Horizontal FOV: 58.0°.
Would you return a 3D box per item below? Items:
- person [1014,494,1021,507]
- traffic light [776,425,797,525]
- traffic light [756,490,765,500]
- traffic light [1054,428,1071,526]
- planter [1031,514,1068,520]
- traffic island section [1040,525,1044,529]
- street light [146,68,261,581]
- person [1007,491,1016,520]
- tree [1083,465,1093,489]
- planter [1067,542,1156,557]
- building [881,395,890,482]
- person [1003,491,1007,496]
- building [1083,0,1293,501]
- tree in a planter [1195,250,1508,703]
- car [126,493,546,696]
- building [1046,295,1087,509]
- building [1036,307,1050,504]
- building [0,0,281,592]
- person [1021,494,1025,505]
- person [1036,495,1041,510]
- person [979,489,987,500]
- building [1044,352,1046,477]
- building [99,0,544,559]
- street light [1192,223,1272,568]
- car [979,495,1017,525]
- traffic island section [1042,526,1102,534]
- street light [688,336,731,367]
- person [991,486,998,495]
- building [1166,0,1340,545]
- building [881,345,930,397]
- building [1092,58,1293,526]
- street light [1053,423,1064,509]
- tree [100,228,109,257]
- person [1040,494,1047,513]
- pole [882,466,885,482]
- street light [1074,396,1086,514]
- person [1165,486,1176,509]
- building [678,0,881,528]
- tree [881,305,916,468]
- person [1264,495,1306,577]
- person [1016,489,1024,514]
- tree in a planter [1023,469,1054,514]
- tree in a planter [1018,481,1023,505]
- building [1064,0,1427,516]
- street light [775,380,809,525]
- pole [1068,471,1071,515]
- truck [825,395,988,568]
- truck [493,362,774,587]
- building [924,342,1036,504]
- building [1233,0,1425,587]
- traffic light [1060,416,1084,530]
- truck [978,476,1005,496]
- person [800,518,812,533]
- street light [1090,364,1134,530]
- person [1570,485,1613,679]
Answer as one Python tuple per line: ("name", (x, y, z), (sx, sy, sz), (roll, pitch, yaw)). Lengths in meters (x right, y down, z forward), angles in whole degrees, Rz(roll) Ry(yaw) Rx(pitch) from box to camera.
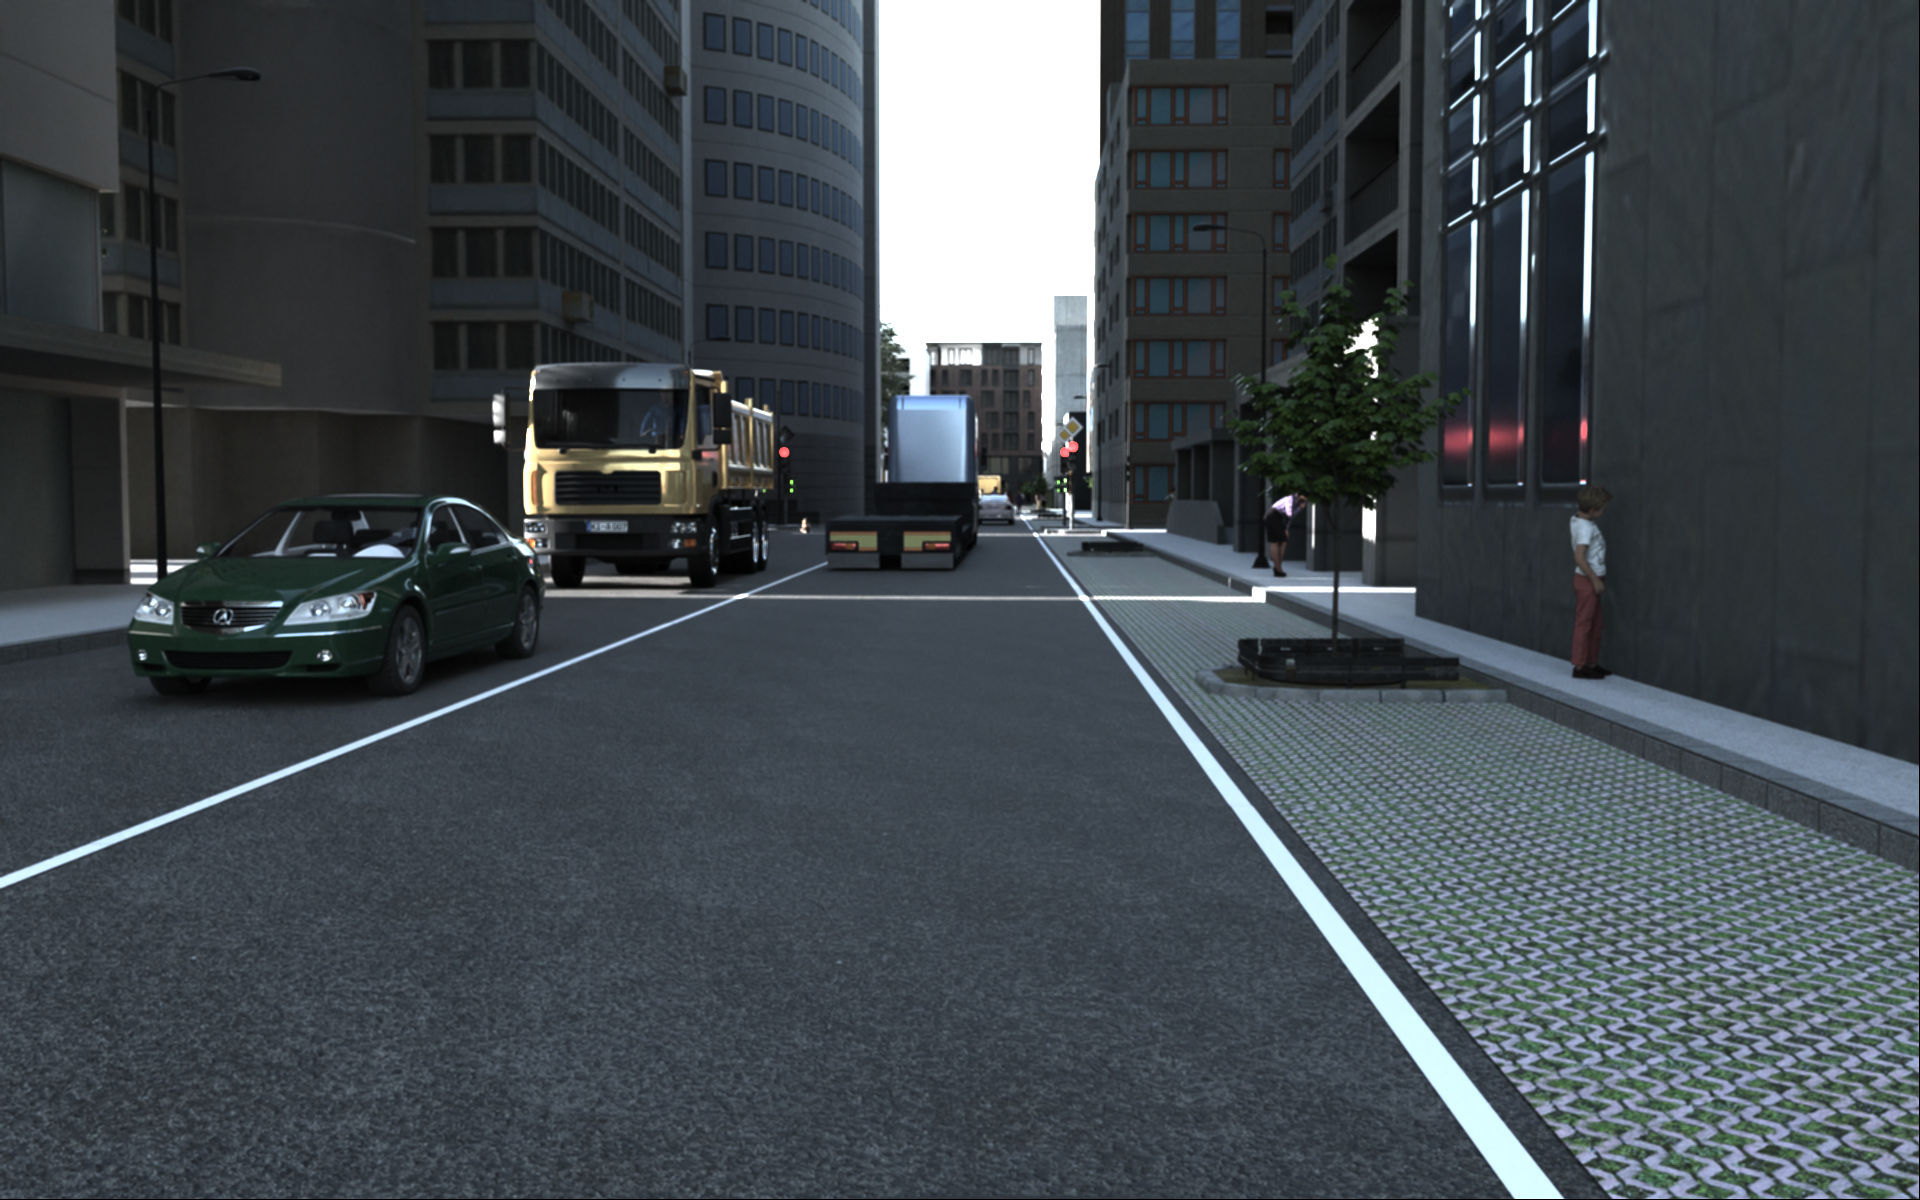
("person", (6.318, -11.016, 189.143), (0.750, 1.759, 0.617), (0, 4, -1))
("traffic light", (-7.126, -5.011, 70.848), (0.839, 4.253, 0.868), (0, 4, 1))
("traffic light", (-7.334, -4.523, 62.866), (0.839, 4.253, 0.868), (0, 4, 1))
("traffic light", (4.252, -4.994, 70.568), (0.839, 4.253, 0.868), (0, 4, 1))
("planter", (4.934, -4.540, 95.375), (1.991, 0.319, 1.994), (0, 4, 1))
("traffic island section", (4.292, -2.960, 70.680), (2.009, 0.180, 2.903), (0, 4, 1))
("street light", (-8.318, -2.845, 19.057), (1.470, 5.913, 1.316), (0, 4, 1))
("person", (2.776, -5.269, 96.360), (0.593, 1.614, 0.444), (1, 4, 17))
("tree", (8.088, -6.379, 98.898), (1.663, 3.219, 1.824), (0, 3, 0))
("planter", (3.491, -1.168, 40.231), (1.991, 0.319, 1.994), (0, 4, 1))
("building", (-10.032, -13.364, 160.655), (9.099, 9.664, 28.070), (0, 4, 1))
("person", (5.411, -12.396, 211.045), (0.599, 1.838, 0.709), (2, 4, 29))
("building", (15.110, -27.932, 106.791), (14.600, 45.320, 14.200), (0, 4, 1))
("tree in a planter", (2.778, -0.948, 12.724), (1.991, 3.239, 1.994), (0, 4, 1))
("car", (-4.738, -0.123, 13.812), (2.131, 1.459, 4.920), (0, 4, 3))
("building", (16.809, -18.074, 161.968), (16.747, 18.905, 31.486), (0, 4, 1))
("building", (23.649, -22.098, 205.284), (27.936, 21.610, 32.646), (0, 4, 1))
("building", (-23.292, -25.719, 9.746), (28.713, 52.752, 27.495), (0, 4, 1))
("person", (7.914, -12.686, 216.853), (0.436, 1.711, 0.756), (3, 5, 45))
("person", (6.462, -8.126, 141.487), (0.598, 1.807, 0.434), (-2, 4, -32))
("person", (1.328, -5.723, 102.789), (0.376, 1.734, 0.841), (3, 4, 38))
("building", (16.937, -20.007, 183.526), (16.016, 20.091, 11.380), (0, 4, 1))
("building", (-20.348, -21.701, 46.700), (23.993, 40.220, 32.217), (0, 4, 1))
("street light", (4.685, -3.507, 29.880), (1.470, 5.913, 1.316), (0, 4, 1))
("car", (1.654, -4.278, 82.310), (2.083, 1.381, 4.827), (0, 4, 2))
("traffic island section", (4.083, -2.472, 62.698), (2.009, 0.180, 2.903), (0, 4, 1))
("street light", (-7.430, -4.809, 51.167), (1.470, 5.913, 1.316), (0, 4, 1))
("person", (1.975, -5.168, 92.870), (0.599, 1.838, 0.709), (3, 4, 37))
("building", (22.815, -21.858, 49.253), (32.217, 40.220, 23.993), (0, 4, 1))
("building", (-19.815, -21.312, 214.916), (31.486, 18.905, 16.747), (0, 4, 1))
("building", (21.504, -14.528, 82.569), (28.899, 21.520, 27.650), (0, 4, 1))
("street light", (6.917, -8.643, 113.857), (1.470, 5.913, 1.316), (0, 4, 1))
("tree", (-15.531, -4.725, 27.621), (4.360, 8.622, 3.978), (0, 3, 0))
("person", (6.185, -7.209, 127.829), (0.517, 1.644, 0.566), (2, 4, 33))
("pole", (-5.585, -8.143, 126.985), (0.158, 3.312, 0.155), (0, 3, 0))
("street light", (6.088, -6.704, 82.152), (1.470, 5.913, 1.316), (0, 4, 1))
("person", (8.063, -3.449, 65.617), (0.376, 1.734, 0.841), (2, 4, 33))
("building", (-15.327, -33.100, 83.189), (21.231, 58.520, 28.212), (0, 4, 1))
("tree", (-7.718, -12.442, 110.078), (9.857, 13.997, 8.962), (0, 3, 0))
("person", (5.052, -1.071, 26.781), (0.697, 1.427, 0.421), (1, 4, 19))
("person", (4.300, -6.981, 123.084), (0.568, 1.767, 0.683), (1, 4, 14))
("tree in a planter", (5.644, -7.662, 122.498), (1.991, 3.239, 1.994), (0, 4, 1))
("tree in a planter", (7.656, -12.360, 199.305), (1.991, 3.239, 1.994), (0, 4, 1))
("building", (19.544, -49.870, 128.049), (22.319, 86.520, 31.000), (0, 4, 1))
("street light", (-6.863, -6.006, 70.732), (1.470, 5.913, 1.316), (0, 4, 1))
("pole", (6.670, -6.812, 105.214), (0.158, 3.312, 0.155), (0, 3, 0))
("truck", (-0.976, -3.158, 41.386), (2.967, 4.110, 18.799), (0, 4, 2))
("truck", (-4.961, -2.007, 28.747), (3.469, 3.379, 9.791), (0, 4, 1))
("building", (11.745, -24.374, 242.493), (32.646, 21.610, 27.936), (0, 4, 1))
("building", (16.050, -35.952, 26.065), (20.563, 71.187, 20.611), (0, 4, 1))
("traffic light", (4.044, -4.505, 62.585), (0.839, 4.253, 0.868), (0, 4, 1))
("truck", (2.951, -11.380, 181.986), (3.469, 3.379, 9.791), (0, 4, 2))
("person", (-5.634, -2.721, 63.462), (0.357, 0.543, 0.381), (-3, 5, -41))
("street light", (5.513, -5.470, 61.977), (1.470, 5.913, 1.316), (0, 4, 1))
("person", (4.421, -0.130, 12.079), (0.340, 1.345, 0.435), (1, 4, 9))
